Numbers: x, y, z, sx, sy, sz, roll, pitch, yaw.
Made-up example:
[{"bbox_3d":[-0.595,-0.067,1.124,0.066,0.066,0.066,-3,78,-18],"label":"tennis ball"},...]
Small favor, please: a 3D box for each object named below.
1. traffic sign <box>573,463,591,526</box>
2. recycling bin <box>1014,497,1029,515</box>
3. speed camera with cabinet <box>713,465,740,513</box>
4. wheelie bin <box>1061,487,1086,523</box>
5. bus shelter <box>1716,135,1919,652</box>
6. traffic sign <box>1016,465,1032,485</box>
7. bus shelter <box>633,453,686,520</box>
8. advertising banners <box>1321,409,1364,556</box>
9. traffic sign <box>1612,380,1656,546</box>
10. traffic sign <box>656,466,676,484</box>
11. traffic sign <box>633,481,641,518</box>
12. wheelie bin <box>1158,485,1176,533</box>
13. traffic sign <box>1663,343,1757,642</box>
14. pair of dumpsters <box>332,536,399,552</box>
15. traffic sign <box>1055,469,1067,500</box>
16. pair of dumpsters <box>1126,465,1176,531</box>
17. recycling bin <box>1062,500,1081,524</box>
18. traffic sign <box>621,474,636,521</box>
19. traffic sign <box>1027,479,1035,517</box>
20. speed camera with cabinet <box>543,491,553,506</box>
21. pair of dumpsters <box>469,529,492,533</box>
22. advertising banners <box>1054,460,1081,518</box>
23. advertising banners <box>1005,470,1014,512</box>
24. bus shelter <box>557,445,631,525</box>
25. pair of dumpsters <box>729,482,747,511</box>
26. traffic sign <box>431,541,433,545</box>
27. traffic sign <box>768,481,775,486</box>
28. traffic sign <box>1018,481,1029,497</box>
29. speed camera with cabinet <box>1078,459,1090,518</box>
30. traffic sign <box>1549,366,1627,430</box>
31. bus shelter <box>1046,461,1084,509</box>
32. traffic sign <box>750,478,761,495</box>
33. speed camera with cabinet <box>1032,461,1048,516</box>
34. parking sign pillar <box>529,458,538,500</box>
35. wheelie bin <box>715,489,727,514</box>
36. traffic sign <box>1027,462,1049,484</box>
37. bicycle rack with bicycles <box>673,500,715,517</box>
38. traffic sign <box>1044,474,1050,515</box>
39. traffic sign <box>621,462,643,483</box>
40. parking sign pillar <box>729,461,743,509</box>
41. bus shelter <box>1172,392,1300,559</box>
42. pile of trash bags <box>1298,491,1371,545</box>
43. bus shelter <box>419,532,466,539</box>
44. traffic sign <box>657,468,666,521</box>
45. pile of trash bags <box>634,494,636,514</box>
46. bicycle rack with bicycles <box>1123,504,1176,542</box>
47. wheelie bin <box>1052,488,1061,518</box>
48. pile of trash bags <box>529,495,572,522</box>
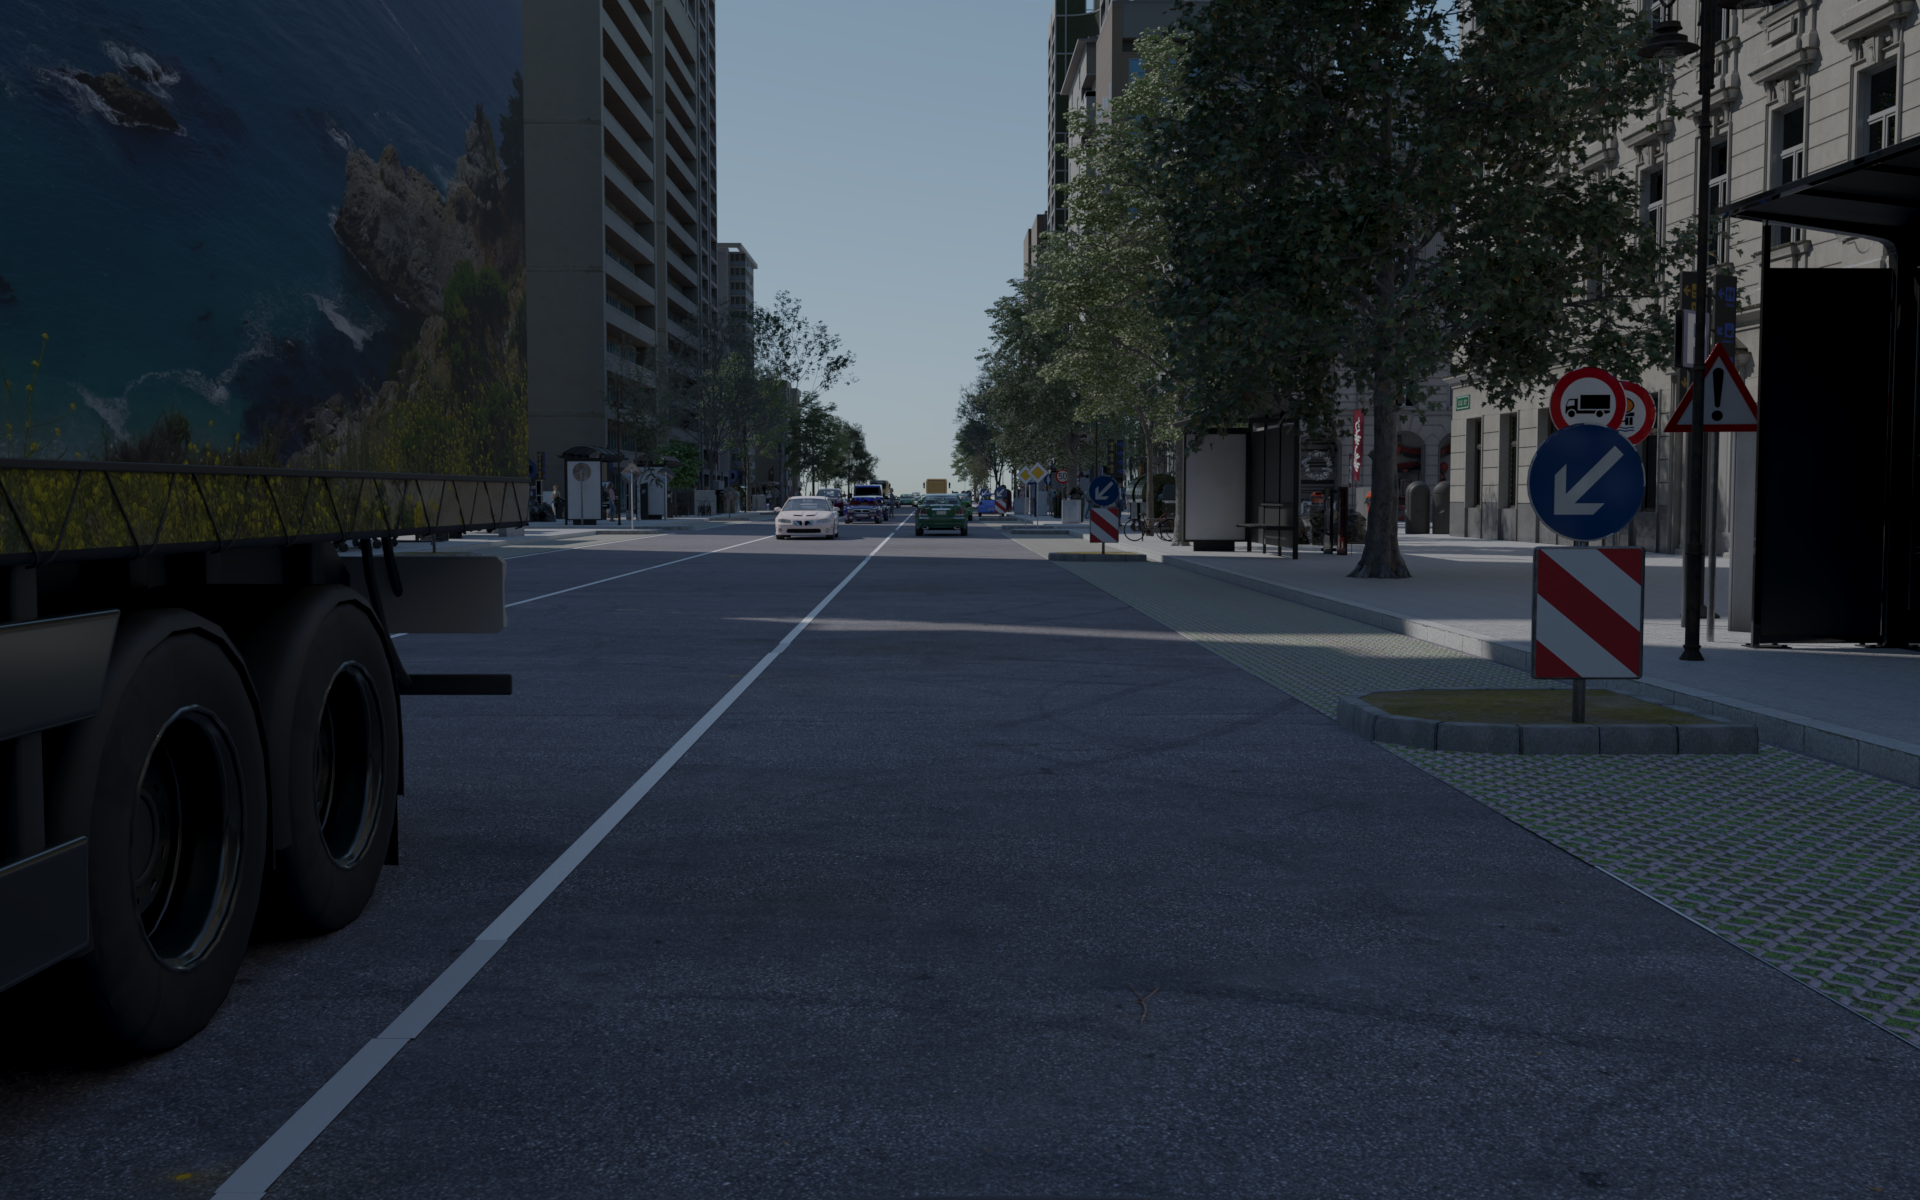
[{"bbox_3d":[-15.275,-4.272,69.958,0.768,2.556,0.104,0,4,6],"label":"traffic sign"},{"bbox_3d":[3.856,-5.888,108.818,0.722,1.027,0.722,2,4,27],"label":"recycling bin"},{"bbox_3d":[-15.678,-7.433,115.864,2.038,3.252,0.660,2,4,35],"label":"speed camera with cabinet"},{"bbox_3d":[5.257,-4.289,78.031,0.693,1.594,0.980,3,5,40],"label":"wheelie bin"},{"bbox_3d":[7.145,-1.227,11.337,1.731,3.624,6.357,0,4,-1],"label":"bus shelter"},{"bbox_3d":[2.684,-4.167,70.326,0.795,2.593,0.064,0,4,-1],"label":"traffic sign"},{"bbox_3d":[-15.424,-5.795,88.678,2.014,3.302,5.546,0,4,-1],"label":"bus shelter"},{"bbox_3d":[8.030,-2.457,36.362,0.090,3.025,2.074,-1,4,-10],"label":"advertising banners"},{"bbox_3d":[7.360,-1.180,19.393,0.768,2.556,0.104,1,4,8],"label":"traffic sign"},{"bbox_3d":[-11.908,-4.154,70.107,0.795,2.593,0.064,0,4,-1],"label":"traffic sign"},{"bbox_3d":[-16.962,-5.620,91.888,0.884,2.594,0.081,0,4,5],"label":"traffic sign"},{"bbox_3d":[7.090,-3.052,57.802,0.980,1.594,0.693,2,4,23],"label":"wheelie bin"},{"bbox_3d":[6.516,-0.915,14.967,0.884,2.594,0.081,0,4,7],"label":"traffic sign"},{"bbox_3d":[-14.124,-2.292,39.973,1.574,2.255,4.437,0,4,-1],"label":"pair of dumpsters"},{"bbox_3d":[5.115,-5.277,86.389,0.768,2.556,0.104,0,4,2],"label":"traffic sign"},{"bbox_3d":[6.824,-3.549,60.521,1.574,2.255,4.437,0,4,-1],"label":"pair of dumpsters"},{"bbox_3d":[4.843,-3.834,75.237,0.722,1.027,0.722,1,4,14],"label":"recycling bin"},{"bbox_3d":[-15.930,-5.097,83.435,0.768,2.556,0.104,0,4,1],"label":"traffic sign"},{"bbox_3d":[4.050,-6.040,98.856,0.768,2.556,0.104,0,4,3],"label":"traffic sign"},{"bbox_3d":[-25.444,-6.745,104.613,2.038,3.252,0.660,-2,4,-25],"label":"speed camera with cabinet"},{"bbox_3d":[-15.989,-3.437,58.683,1.574,2.255,4.437,0,4,-1],"label":"pair of dumpsters"},{"bbox_3d":[5.649,-5.779,90.667,0.090,3.025,2.074,-3,4,-38],"label":"advertising banners"},{"bbox_3d":[3.525,-7.827,124.159,0.090,3.025,2.074,1,4,20],"label":"advertising banners"},{"bbox_3d":[-15.533,-4.875,73.627,2.014,3.302,5.546,0,4,-1],"label":"bus shelter"},{"bbox_3d":[-17.368,-8.125,135.336,1.574,2.255,4.437,0,4,-1],"label":"pair of dumpsters"},{"bbox_3d":[-13.277,-2.654,43.499,0.768,2.556,0.104,0,4,5],"label":"traffic sign"},{"bbox_3d":[-14.956,-8.268,137.315,0.606,2.300,0.079,0,4,4],"label":"traffic sign"},{"bbox_3d":[4.809,-8.019,131.116,0.884,2.594,0.081,0,4,4],"label":"traffic sign"},{"bbox_3d":[6.845,-6.071,93.601,0.660,3.252,2.038,-1,4,-16],"label":"speed camera with cabinet"},{"bbox_3d":[6.270,-1.057,17.385,0.768,2.556,0.104,0,4,2],"label":"traffic sign"},{"bbox_3d":[6.355,-6.711,103.647,2.014,3.302,5.546,0,4,-1],"label":"bus shelter"},{"bbox_3d":[-16.857,-8.731,142.760,0.884,2.594,0.081,0,4,7],"label":"traffic sign"},{"bbox_3d":[4.700,-6.598,102.218,0.660,3.252,2.038,-1,4,-9],"label":"speed camera with cabinet"},{"bbox_3d":[-25.444,-6.948,102.074,1.447,3.967,1.447,2,4,26],"label":"parking sign pillar"},{"bbox_3d":[-15.690,-6.471,113.712,0.693,1.594,0.980,3,5,41],"label":"wheelie bin"},{"bbox_3d":[2.815,-3.679,62.342,0.795,2.593,0.064,0,4,-1],"label":"traffic sign"},{"bbox_3d":[-15.230,-5.262,99.414,2.852,0.926,2.925,0,4,8],"label":"bicycle rack with bicycles"},{"bbox_3d":[5.594,-6.608,108.148,0.768,2.556,0.104,0,4,0],"label":"traffic sign"},{"bbox_3d":[-11.777,-3.666,62.123,0.795,2.593,0.064,0,4,-1],"label":"traffic sign"},{"bbox_3d":[-17.981,-9.198,138.856,1.447,3.967,1.447,3,5,44],"label":"parking sign pillar"},{"bbox_3d":[5.820,-2.592,36.303,2.014,3.302,5.546,0,4,-1],"label":"bus shelter"},{"bbox_3d":[9.765,-2.130,44.584,3.447,1.369,1.912,-3,4,-36],"label":"pile of trash bags"},{"bbox_3d":[-14.947,-3.574,52.363,2.014,3.302,5.546,0,4,-1],"label":"bus shelter"},{"bbox_3d":[-14.275,-5.115,83.738,0.768,2.556,0.104,0,3,0],"label":"traffic sign"},{"bbox_3d":[-20.342,-6.287,112.542,1.912,1.369,3.447,1,4,9],"label":"pile of trash bags"},{"bbox_3d":[6.220,-2.081,47.412,2.925,0.926,2.852,2,4,25],"label":"bicycle rack with bicycles"},{"bbox_3d":[5.294,-5.174,92.499,0.693,1.594,0.980,2,4,32],"label":"wheelie bin"},{"bbox_3d":[-19.211,-4.280,79.738,3.447,1.369,1.912,-3,4,-36],"label":"pile of trash bags"}]
